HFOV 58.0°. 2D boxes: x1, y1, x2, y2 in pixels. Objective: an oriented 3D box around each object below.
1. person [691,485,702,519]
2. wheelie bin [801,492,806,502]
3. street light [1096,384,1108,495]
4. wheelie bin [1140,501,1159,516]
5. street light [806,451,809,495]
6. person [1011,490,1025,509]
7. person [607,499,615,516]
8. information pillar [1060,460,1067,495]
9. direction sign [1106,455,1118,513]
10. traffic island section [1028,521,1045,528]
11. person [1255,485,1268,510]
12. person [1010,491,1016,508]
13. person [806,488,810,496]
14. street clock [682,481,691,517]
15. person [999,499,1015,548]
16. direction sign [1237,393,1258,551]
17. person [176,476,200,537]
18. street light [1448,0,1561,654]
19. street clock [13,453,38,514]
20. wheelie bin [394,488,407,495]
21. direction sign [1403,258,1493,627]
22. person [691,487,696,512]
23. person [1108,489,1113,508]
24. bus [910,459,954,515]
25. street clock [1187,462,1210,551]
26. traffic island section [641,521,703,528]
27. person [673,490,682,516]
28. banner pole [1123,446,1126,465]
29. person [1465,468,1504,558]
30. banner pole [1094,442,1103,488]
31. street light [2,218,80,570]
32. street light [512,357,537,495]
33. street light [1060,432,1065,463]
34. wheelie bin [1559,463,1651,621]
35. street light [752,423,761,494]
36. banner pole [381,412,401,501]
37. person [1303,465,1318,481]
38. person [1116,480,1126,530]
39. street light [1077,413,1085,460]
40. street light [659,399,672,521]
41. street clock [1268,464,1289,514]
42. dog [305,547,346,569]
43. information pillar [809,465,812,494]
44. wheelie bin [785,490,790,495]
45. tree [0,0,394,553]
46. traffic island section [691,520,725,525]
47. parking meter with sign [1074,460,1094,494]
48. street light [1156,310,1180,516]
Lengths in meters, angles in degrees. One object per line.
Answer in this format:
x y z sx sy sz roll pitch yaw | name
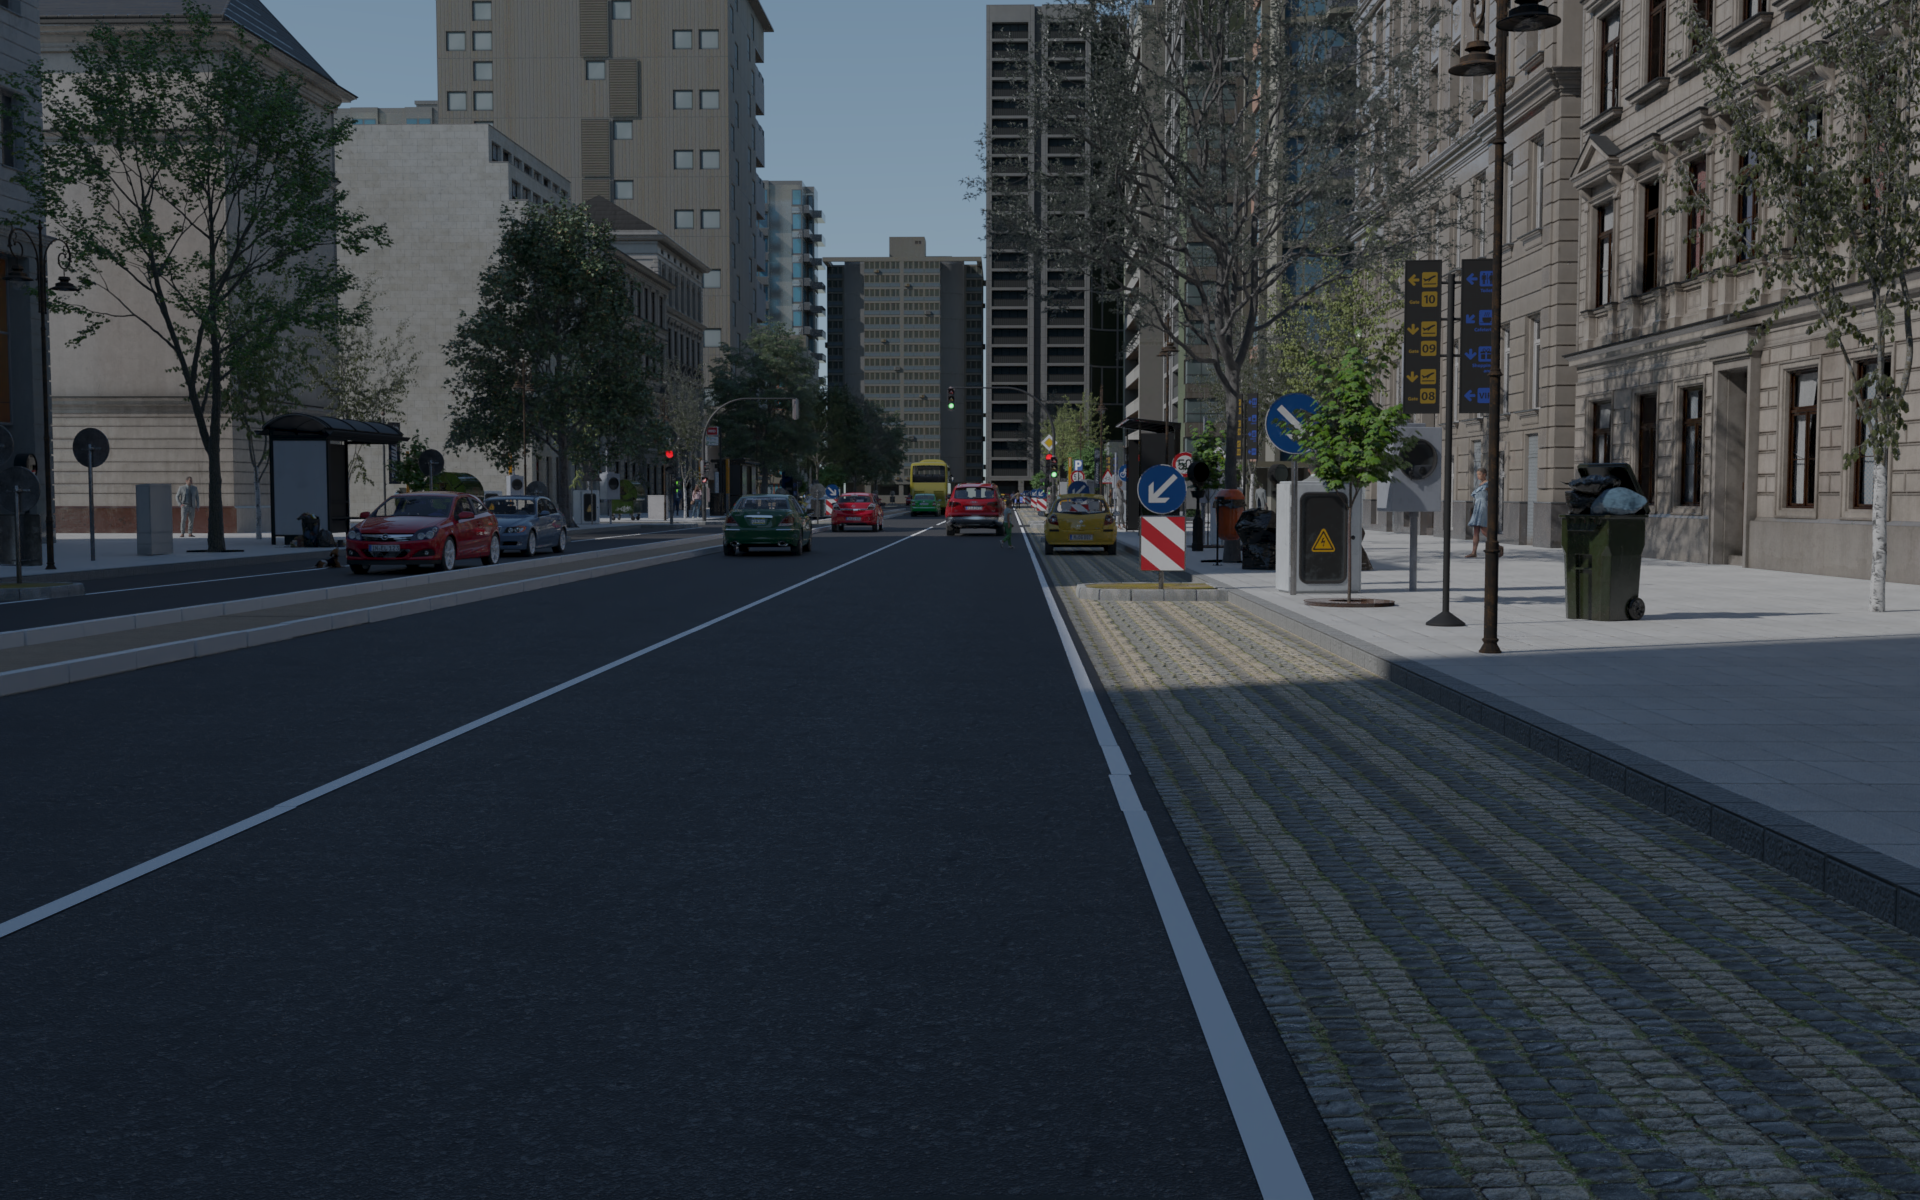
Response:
-13.580 -5.048 89.171 0.593 1.750 0.643 -1 4 -13 | person
-14.064 -9.080 156.362 0.693 1.594 0.980 -2 4 -31 | wheelie bin
5.954 -6.132 73.041 0.468 5.910 1.993 0 4 2 | street light
5.786 -2.680 51.721 0.693 1.594 0.980 1 4 22 | wheelie bin
-12.508 -10.377 142.455 0.468 5.910 1.993 0 4 2 | street light
5.455 -9.446 162.958 1.348 1.823 0.705 -1 4 -15 | person
-20.687 -5.909 102.837 0.721 1.800 0.419 -3 5 -40 | person
7.037 -7.725 117.652 0.504 3.616 0.183 0 4 -7 | information pillar
8.869 -6.679 101.191 0.876 3.537 0.379 3 5 43 | direction sign
4.211 -3.625 81.556 2.009 0.180 2.903 0 4 2 | traffic island section
15.349 -5.006 87.999 0.694 1.812 0.767 3 4 37 | person
5.482 -10.355 178.736 0.756 1.711 0.436 0 4 5 | person
-12.815 -8.567 146.507 0.661 1.777 0.834 -3 5 -43 | person
-15.108 -5.578 95.768 0.471 2.002 0.358 1 4 9 | street clock
1.240 -2.011 45.625 0.590 1.304 0.306 -3 5 -42 | person
6.428 -2.883 39.131 0.379 3.537 0.876 -2 4 -30 | direction sign
-23.041 -2.786 51.697 0.391 1.810 0.635 3 5 44 | person
4.285 -2.509 13.818 0.468 5.910 1.993 0 4 2 | street light
-16.589 -1.604 30.797 0.358 2.002 0.471 0 4 -6 | street clock
-26.872 -4.625 83.521 0.693 1.594 0.980 1 4 13 | wheelie bin
4.740 -1.517 16.799 0.876 3.537 0.379 1 4 9 | direction sign
-18.584 -6.995 120.963 0.362 1.759 0.519 3 5 39 | person
14.129 -9.586 163.289 0.721 1.766 1.217 -1 4 -8 | person
-2.007 -8.021 122.688 2.896 3.916 12.252 0 4 1 | bus
5.330 -2.093 38.792 0.471 2.002 0.358 -2 4 -31 | street clock
-12.346 -3.165 74.032 2.009 0.180 2.903 0 4 2 | traffic island section
-16.951 -5.944 103.406 0.721 1.800 0.419 -1 4 -16 | person
8.587 -6.106 89.850 0.401 3.779 0.863 2 4 29 | banner pole
10.507 -1.751 34.769 0.778 1.811 0.616 0 4 -3 | person
6.656 -5.684 82.957 0.401 3.779 0.863 3 5 40 | banner pole
-15.488 -3.458 29.327 0.468 5.910 1.993 0 4 2 | street light
-14.741 -5.253 58.674 0.468 5.910 1.993 0 4 2 | street light
7.499 -9.389 126.290 0.468 5.910 1.993 0 4 2 | street light
6.570 -0.597 17.662 0.693 1.594 0.980 -2 4 -30 | wheelie bin
-13.218 -8.560 112.750 0.468 5.910 1.993 0 4 2 | street light
-17.393 -3.846 52.900 0.401 3.779 0.863 2 4 32 | banner pole
5.068 -1.119 24.520 0.511 1.800 0.466 2 4 24 | person
5.896 -3.443 62.612 0.573 1.790 0.520 -1 4 -13 | person
6.754 -7.594 96.943 0.468 5.910 1.993 0 4 2 | street light
-14.097 -6.719 82.647 0.468 5.910 1.993 0 4 2 | street light
7.688 -2.281 41.870 0.471 2.002 0.358 -2 4 -34 | street clock
-12.274 -0.814 33.508 0.748 0.427 0.550 -1 4 -17 | dog
-12.106 -9.138 140.762 0.183 3.616 0.504 -2 4 -24 | information pillar
-12.767 -7.240 126.286 0.693 1.594 0.980 1 4 21 | wheelie bin
-16.553 -6.854 37.811 9.928 11.665 9.643 0 3 0 | tree
-12.124 -3.653 82.014 2.009 0.180 2.903 0 4 2 | traffic island section
6.589 -5.677 89.084 0.543 3.016 1.738 3 5 40 | parking meter with sign
5.223 -4.335 43.672 0.468 5.910 1.993 0 4 2 | street light
